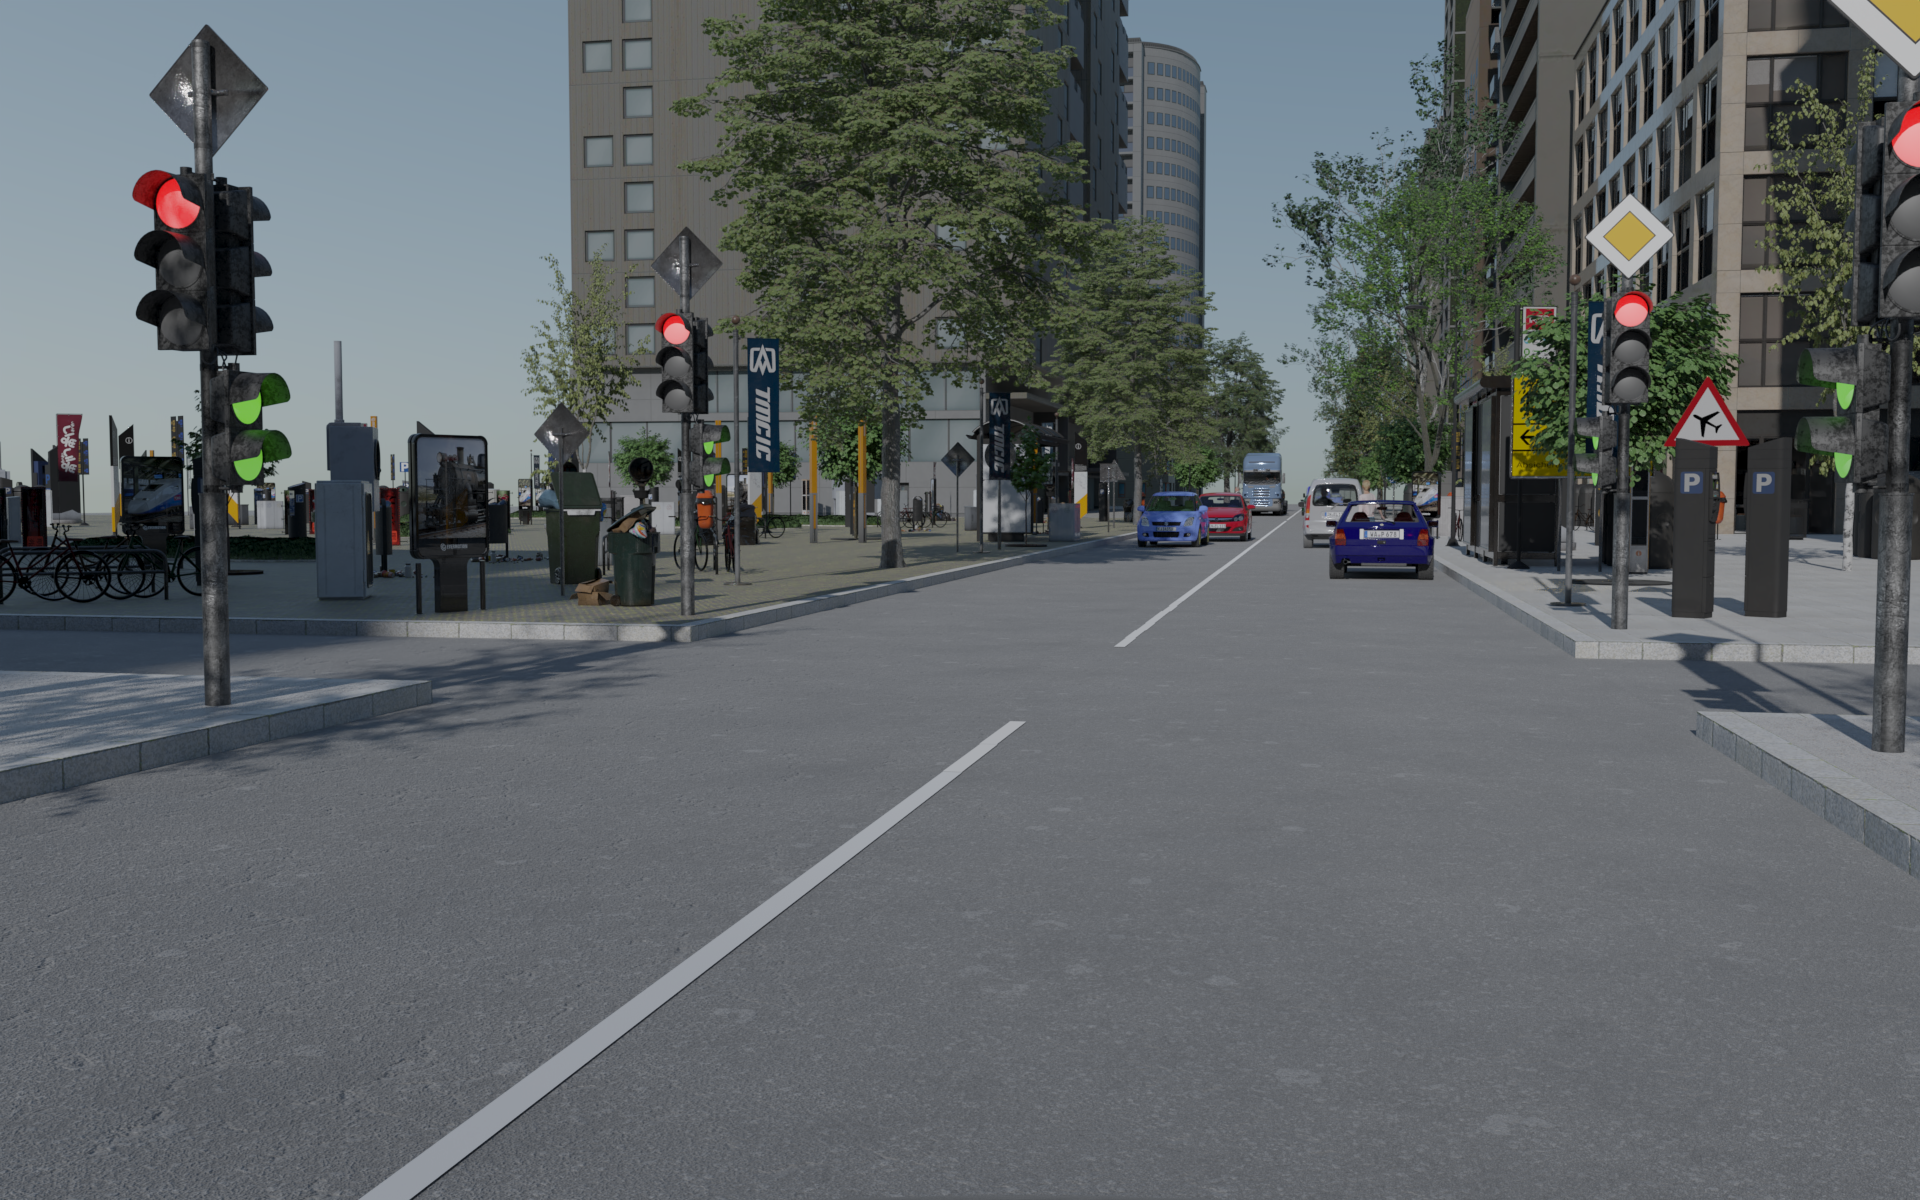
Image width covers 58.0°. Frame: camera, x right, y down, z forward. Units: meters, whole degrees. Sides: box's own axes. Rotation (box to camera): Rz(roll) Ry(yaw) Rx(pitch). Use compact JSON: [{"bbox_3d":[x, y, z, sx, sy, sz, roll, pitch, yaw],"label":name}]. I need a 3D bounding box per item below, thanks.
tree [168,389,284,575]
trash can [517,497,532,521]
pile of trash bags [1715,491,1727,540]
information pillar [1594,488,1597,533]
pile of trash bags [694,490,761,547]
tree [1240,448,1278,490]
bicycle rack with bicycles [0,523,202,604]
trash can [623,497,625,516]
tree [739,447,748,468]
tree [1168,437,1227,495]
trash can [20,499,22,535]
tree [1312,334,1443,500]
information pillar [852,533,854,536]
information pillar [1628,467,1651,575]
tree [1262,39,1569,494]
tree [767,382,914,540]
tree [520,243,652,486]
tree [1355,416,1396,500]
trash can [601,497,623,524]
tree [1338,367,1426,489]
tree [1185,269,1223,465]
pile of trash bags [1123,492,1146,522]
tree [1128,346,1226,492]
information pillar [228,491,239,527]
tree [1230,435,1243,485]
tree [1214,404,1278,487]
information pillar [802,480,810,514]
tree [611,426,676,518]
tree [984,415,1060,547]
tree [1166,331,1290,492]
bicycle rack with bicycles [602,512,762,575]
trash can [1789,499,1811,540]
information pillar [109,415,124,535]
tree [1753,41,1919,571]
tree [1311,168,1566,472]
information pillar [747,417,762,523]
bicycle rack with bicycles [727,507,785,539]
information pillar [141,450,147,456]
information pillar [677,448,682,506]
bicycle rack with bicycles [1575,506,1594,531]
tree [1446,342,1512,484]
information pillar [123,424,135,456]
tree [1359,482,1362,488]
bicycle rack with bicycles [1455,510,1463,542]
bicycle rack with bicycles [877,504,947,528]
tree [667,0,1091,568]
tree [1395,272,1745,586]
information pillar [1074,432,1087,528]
[{"bbox_3d":[-11.641,-2.014,27.535,1.663,3.219,1.824,0,3,0],"label":"tree"},{"bbox_3d":[-20.645,-4.317,82.228,0.748,1.137,0.748,0,3,0],"label":"trash can"},{"bbox_3d":[20.077,-2.423,49.365,3.447,1.369,1.912,3,5,44],"label":"pile of trash bags"},{"bbox_3d":[21.075,-3.207,56.919,0.304,2.012,0.304,-1,4,-11],"label":"information pillar"},{"bbox_3d":[-6.064,-2.054,43.340,1.912,1.369,3.447,0,4,2],"label":"pile of trash bags"},{"bbox_3d":[34.415,-15.472,203.334,4.360,8.622,3.978,0,3,0],"label":"tree"},{"bbox_3d":[-10.625,-0.483,21.287,2.925,0.926,2.852,-2,4,-28],"label":"bicycle rack with bicycles"},{"bbox_3d":[-17.241,-4.626,87.293,0.748,1.137,0.748,0,3,0],"label":"trash can"},{"bbox_3d":[-9.904,-6.554,90.874,4.285,4.588,4.351,0,3,0],"label":"tree"},{"bbox_3d":[13.499,-7.059,99.136,4.285,4.588,4.351,0,3,0],"label":"tree"},{"bbox_3d":[-29.368,-2.608,54.298,0.748,1.137,0.748,0,3,0],"label":"trash can"},{"bbox_3d":[30.203,-12.680,124.320,9.611,12.733,9.660,0,3,0],"label":"tree"},{"bbox_3d":[-3.222,-3.778,53.127,0.183,3.616,0.504,0,4,-3],"label":"information pillar"},{"bbox_3d":[10.853,-1.420,27.717,0.304,2.012,0.304,1,4,12],"label":"information pillar"},{"bbox_3d":[19.574,-13.416,75.237,12.611,20.169,13.585,0,3,0],"label":"tree"},{"bbox_3d":[-3.021,-3.975,48.699,4.285,4.588,4.351,0,3,0],"label":"tree"},{"bbox_3d":[-11.195,-6.179,51.384,4.737,8.622,4.395,0,3,0],"label":"tree"},{"bbox_3d":[16.787,-4.921,64.177,4.285,4.588,4.351,0,3,0],"label":"tree"},{"bbox_3d":[-14.084,-3.524,69.271,0.748,1.137,0.748,0,3,0],"label":"trash can"},{"bbox_3d":[24.903,-9.183,100.506,4.737,8.622,4.395,0,3,0],"label":"tree"},{"bbox_3d":[6.942,-9.373,71.376,7.486,12.596,7.792,0,3,0],"label":"tree"},{"bbox_3d":[8.503,-4.319,80.361,1.912,1.369,3.447,0,3,0],"label":"pile of trash bags"},{"bbox_3d":[10.283,-8.372,87.242,4.360,8.622,3.978,0,3,0],"label":"tree"},{"bbox_3d":[-28.065,-4.619,66.879,0.504,3.616,0.183,1,4,22],"label":"information pillar"},{"bbox_3d":[30.174,-14.270,183.675,4.737,8.622,4.395,0,3,0],"label":"tree"},{"bbox_3d":[27.254,-14.287,168.008,7.601,10.594,8.767,0,4,1],"label":"tree"},{"bbox_3d":[-7.864,-5.137,88.474,0.304,2.012,0.304,2,4,34],"label":"information pillar"},{"bbox_3d":[-15.206,-6.104,83.520,4.285,4.588,4.351,0,3,0],"label":"tree"},{"bbox_3d":[1.695,-2.905,42.101,1.663,3.219,1.824,0,3,0],"label":"tree"},{"bbox_3d":[20.672,-13.930,134.413,9.857,13.997,8.962,0,3,0],"label":"tree"},{"bbox_3d":[-4.779,-0.923,28.471,2.852,0.926,2.925,0,4,-8],"label":"bicycle rack with bicycles"},{"bbox_3d":[23.329,-2.247,48.387,0.748,1.137,0.748,0,3,0],"label":"trash can"},{"bbox_3d":[-25.160,-3.681,51.541,0.183,3.616,0.504,-1,4,-8],"label":"information pillar"},{"bbox_3d":[15.046,-4.791,28.701,4.737,8.622,4.395,0,3,0],"label":"tree"},{"bbox_3d":[14.868,-7.861,54.283,9.928,11.665,9.643,0,3,0],"label":"tree"},{"bbox_3d":[-6.266,-3.755,52.744,0.183,3.616,0.504,3,5,44],"label":"information pillar"},{"bbox_3d":[-6.504,-2.247,50.121,2.925,0.926,2.852,-1,4,-18],"label":"bicycle rack with bicycles"},{"bbox_3d":[-43.344,-6.158,92.038,0.504,3.616,0.183,2,4,29],"label":"information pillar"},{"bbox_3d":[-14.051,-5.887,87.612,0.504,3.616,0.183,1,4,9],"label":"information pillar"},{"bbox_3d":[22.348,-2.862,60.183,2.925,0.926,2.852,-3,5,-39],"label":"bicycle rack with bicycles"},{"bbox_3d":[25.885,-8.206,84.530,4.737,8.622,4.395,0,3,0],"label":"tree"},{"bbox_3d":[-27.771,-4.064,57.796,0.504,3.616,0.183,-1,4,-18],"label":"information pillar"},{"bbox_3d":[40.207,-11.039,175.085,1.663,3.219,1.824,0,3,0],"label":"tree"},{"bbox_3d":[14.357,-2.009,46.228,2.852,0.926,2.925,1,4,12],"label":"bicycle rack with bicycles"},{"bbox_3d":[-1.922,-3.219,66.017,2.925,0.926,2.852,-1,4,-13],"label":"bicycle rack with bicycles"},{"bbox_3d":[-1.023,-6.811,29.494,7.486,12.596,7.792,0,3,0],"label":"tree"},{"bbox_3d":[9.399,-2.506,24.694,4.285,4.588,4.351,0,3,0],"label":"tree"},{"bbox_3d":[4.493,-4.483,64.649,0.504,3.616,0.183,0,4,1],"label":"information pillar"}]
